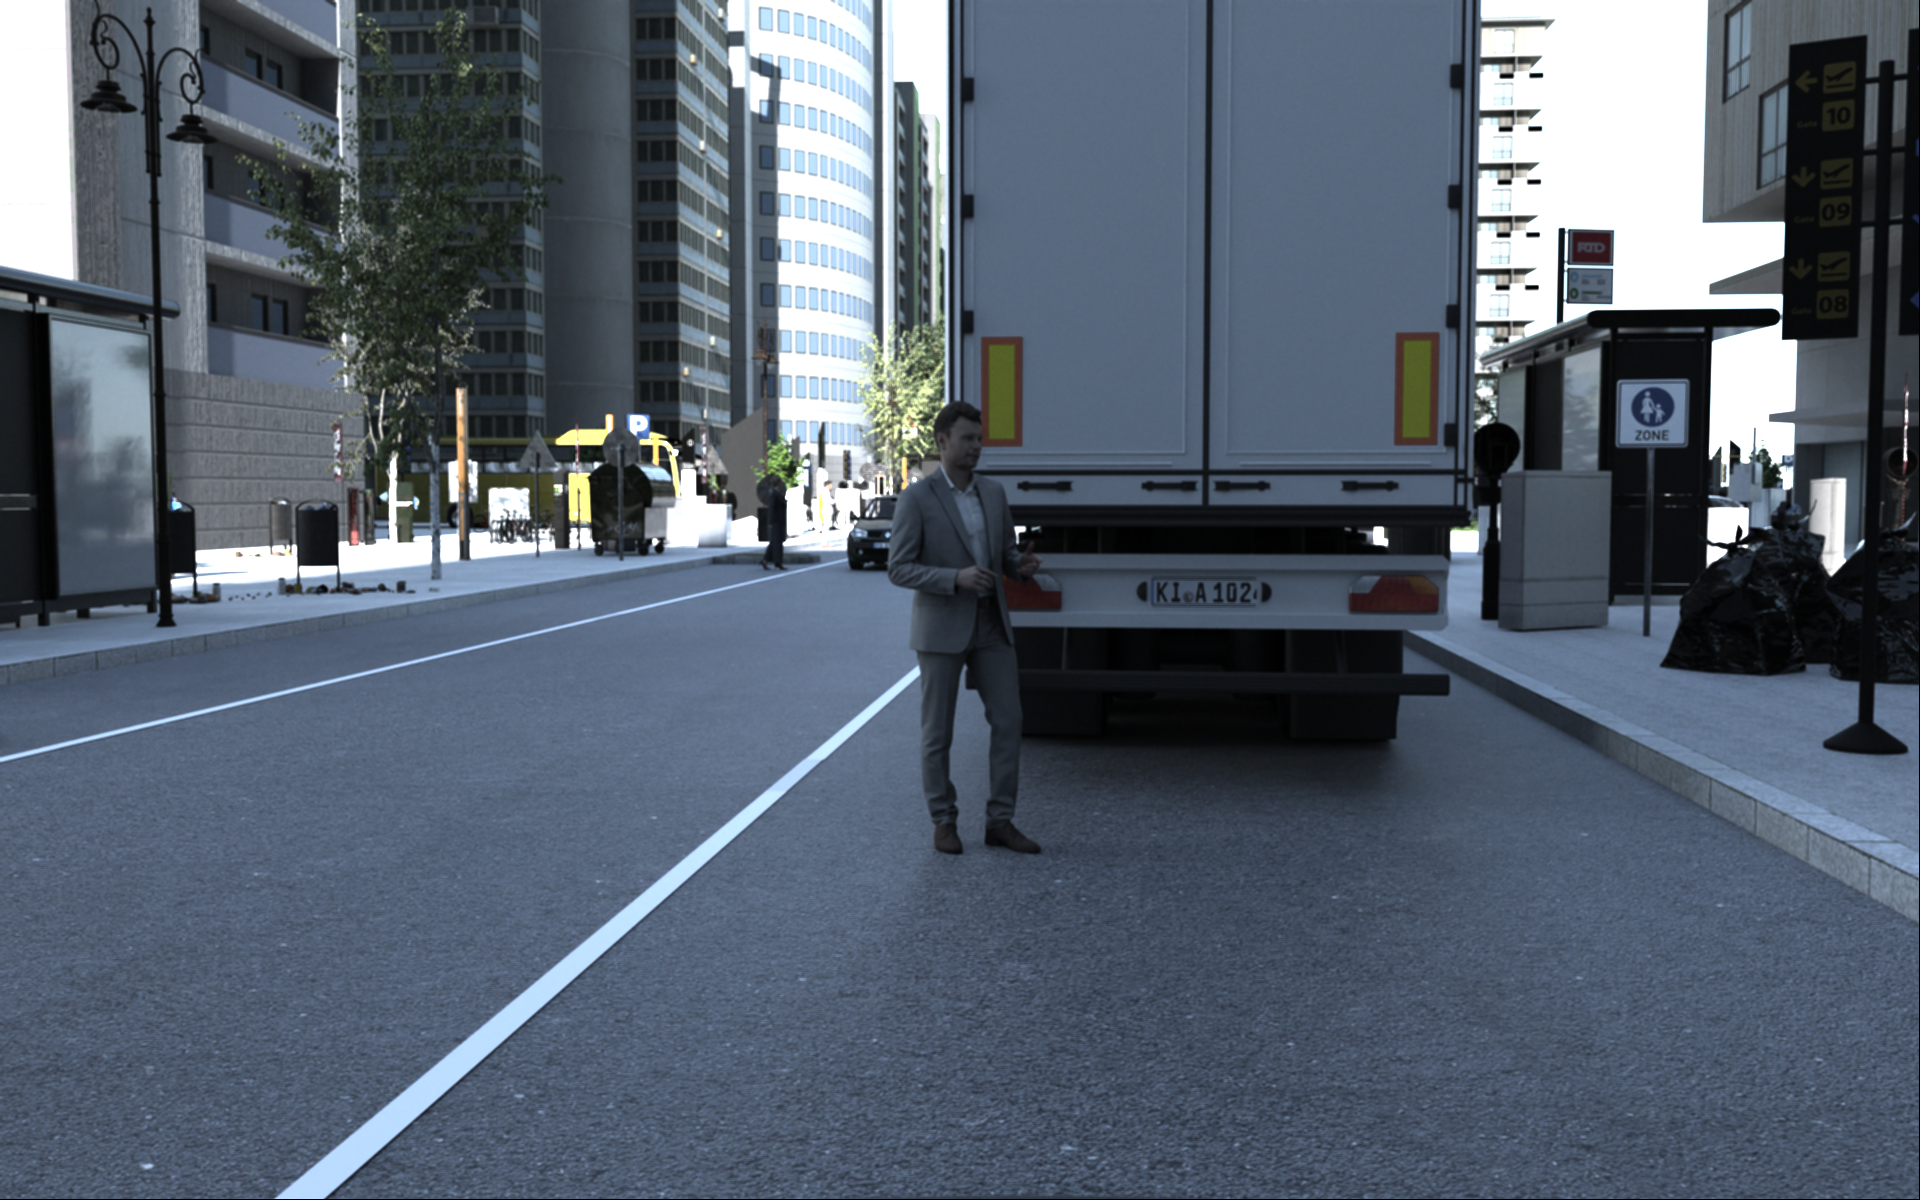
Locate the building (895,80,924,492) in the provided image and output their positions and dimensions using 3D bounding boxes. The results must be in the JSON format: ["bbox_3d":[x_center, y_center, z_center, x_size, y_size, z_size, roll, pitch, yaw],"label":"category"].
[{"bbox_3d":[-11.630,-29.574,167.133,14.154,41.232,14.086,0,4,5],"label":"building"}]

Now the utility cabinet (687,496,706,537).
[{"bbox_3d":[-8.082,-2.483,51.751,1.020,1.237,0.306,-3,5,-43],"label":"utility cabinet"}]

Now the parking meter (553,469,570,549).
[{"bbox_3d":[-9.305,-2.125,40.447,0.255,1.863,0.399,1,4,11],"label":"parking meter"}]

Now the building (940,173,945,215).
[{"bbox_3d":[-5.786,-39.188,264.432,21.300,48.544,21.600,0,4,5],"label":"building"}]

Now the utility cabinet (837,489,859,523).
[{"bbox_3d":[-4.908,-4.115,75.965,0.318,1.500,1.173,-3,5,-45],"label":"utility cabinet"}]

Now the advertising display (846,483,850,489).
[{"bbox_3d":[-6.507,-5.843,100.742,0.123,1.923,0.974,0,4,3],"label":"advertising display"}]

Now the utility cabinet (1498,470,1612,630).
[{"bbox_3d":[5.650,-0.476,16.464,1.173,1.500,0.318,-2,4,-30],"label":"utility cabinet"}]

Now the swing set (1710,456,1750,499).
[{"bbox_3d":[31.026,-4.476,70.796,3.119,2.851,2.862,-1,4,-12],"label":"swing set"}]

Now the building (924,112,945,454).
[{"bbox_3d":[-9.666,-30.427,181.070,14.154,41.232,14.086,0,4,5],"label":"building"}]

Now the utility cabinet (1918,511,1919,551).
[{"bbox_3d":[10.945,-0.463,18.734,1.020,1.237,0.306,2,4,29],"label":"utility cabinet"}]

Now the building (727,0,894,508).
[{"bbox_3d":[-17.072,-35.721,126.034,21.231,58.520,28.212,0,4,5],"label":"building"}]

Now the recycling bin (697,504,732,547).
[{"bbox_3d":[-5.939,-1.798,41.946,0.722,1.027,0.722,0,4,4],"label":"recycling bin"}]

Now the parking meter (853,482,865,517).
[{"bbox_3d":[-4.946,-4.779,83.855,0.399,1.863,0.255,2,4,34],"label":"parking meter"}]

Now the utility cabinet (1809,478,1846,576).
[{"bbox_3d":[12.087,-0.948,24.176,0.318,1.500,1.173,2,4,34],"label":"utility cabinet"}]

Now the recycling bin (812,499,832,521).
[{"bbox_3d":[-6.617,-4.303,82.915,0.722,1.027,0.722,-2,4,-33],"label":"recycling bin"}]

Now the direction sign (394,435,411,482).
[{"bbox_3d":[-20.497,-4.385,63.699,0.379,3.537,0.876,2,4,25],"label":"direction sign"}]

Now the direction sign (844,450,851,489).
[{"bbox_3d":[-5.828,-5.961,89.451,0.379,3.537,0.876,1,4,18],"label":"direction sign"}]

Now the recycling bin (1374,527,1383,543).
[{"bbox_3d":[10.747,-2.022,45.622,0.722,1.027,0.722,0,4,7],"label":"recycling bin"}]

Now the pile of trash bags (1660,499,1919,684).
[{"bbox_3d":[6.979,-0.207,13.144,3.447,1.369,1.912,-3,4,-38],"label":"pile of trash bags"}]

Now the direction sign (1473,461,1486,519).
[{"bbox_3d":[23.856,-5.365,79.709,0.379,3.537,0.876,-2,4,-27],"label":"direction sign"}]

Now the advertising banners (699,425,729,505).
[{"bbox_3d":[-6.387,-2.983,44.966,0.090,3.025,2.074,1,4,12],"label":"advertising banners"}]

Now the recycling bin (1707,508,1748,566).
[{"bbox_3d":[13.536,-1.125,30.945,0.722,1.027,0.722,-1,4,-18],"label":"recycling bin"}]

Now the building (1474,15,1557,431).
[{"bbox_3d":[47.761,-36.806,191.016,28.713,52.752,27.495,0,4,5],"label":"building"}]

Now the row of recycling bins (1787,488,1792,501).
[{"bbox_3d":[50.071,-5.775,101.535,3.534,1.692,1.069,-1,4,-17],"label":"row of recycling bins"}]

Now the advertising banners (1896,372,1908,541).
[{"bbox_3d":[13.274,-1.725,24.388,0.090,3.025,2.074,2,4,30],"label":"advertising banners"}]

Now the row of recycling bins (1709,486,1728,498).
[{"bbox_3d":[37.771,-4.849,86.392,3.534,1.692,1.069,-1,4,-16],"label":"row of recycling bins"}]

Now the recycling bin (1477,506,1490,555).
[{"bbox_3d":[11.321,-1.449,36.253,0.722,1.027,0.722,-1,4,-9],"label":"recycling bin"}]

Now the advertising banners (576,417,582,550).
[{"bbox_3d":[-8.758,-2.665,39.755,0.090,3.025,2.074,-1,4,-11],"label":"advertising banners"}]

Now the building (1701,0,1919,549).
[{"bbox_3d":[32.342,-27.084,32.057,28.713,52.752,27.495,0,4,5],"label":"building"}]

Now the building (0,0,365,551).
[{"bbox_3d":[-30.616,-30.611,42.483,28.212,58.520,21.231,0,4,5],"label":"building"}]

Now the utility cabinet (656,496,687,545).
[{"bbox_3d":[-7.411,-2.022,44.216,0.306,1.237,1.020,1,4,17],"label":"utility cabinet"}]

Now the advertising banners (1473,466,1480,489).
[{"bbox_3d":[25.652,-5.623,88.127,0.090,3.025,2.074,-3,4,-38],"label":"advertising banners"}]

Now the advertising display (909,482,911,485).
[{"bbox_3d":[-1.860,-4.504,78.853,0.974,1.923,0.123,1,4,18],"label":"advertising display"}]

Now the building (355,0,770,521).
[{"bbox_3d":[-25.832,-24.547,93.230,32.217,40.220,23.993,0,4,5],"label":"building"}]

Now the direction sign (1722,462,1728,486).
[{"bbox_3d":[54.786,-8.081,124.124,0.876,3.537,0.379,-3,5,-45],"label":"direction sign"}]

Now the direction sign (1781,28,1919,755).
[{"bbox_3d":[4.549,-1.015,8.599,0.876,3.537,0.379,2,4,33],"label":"direction sign"}]

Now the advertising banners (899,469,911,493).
[{"bbox_3d":[-4.244,-7.589,120.261,2.074,3.025,0.090,-2,4,-25],"label":"advertising banners"}]

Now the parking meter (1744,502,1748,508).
[{"bbox_3d":[24.004,-2.866,52.566,0.399,1.863,0.255,-1,4,-18],"label":"parking meter"}]

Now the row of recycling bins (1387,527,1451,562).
[{"bbox_3d":[8.677,-1.553,32.508,1.069,1.692,3.534,1,4,21],"label":"row of recycling bins"}]

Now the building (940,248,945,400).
[{"bbox_3d":[-9.186,-25.934,195.718,14.160,30.474,14.107,0,4,5],"label":"building"}]

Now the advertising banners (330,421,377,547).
[{"bbox_3d":[-14.803,-2.819,42.275,0.090,3.025,2.074,1,4,9],"label":"advertising banners"}]
